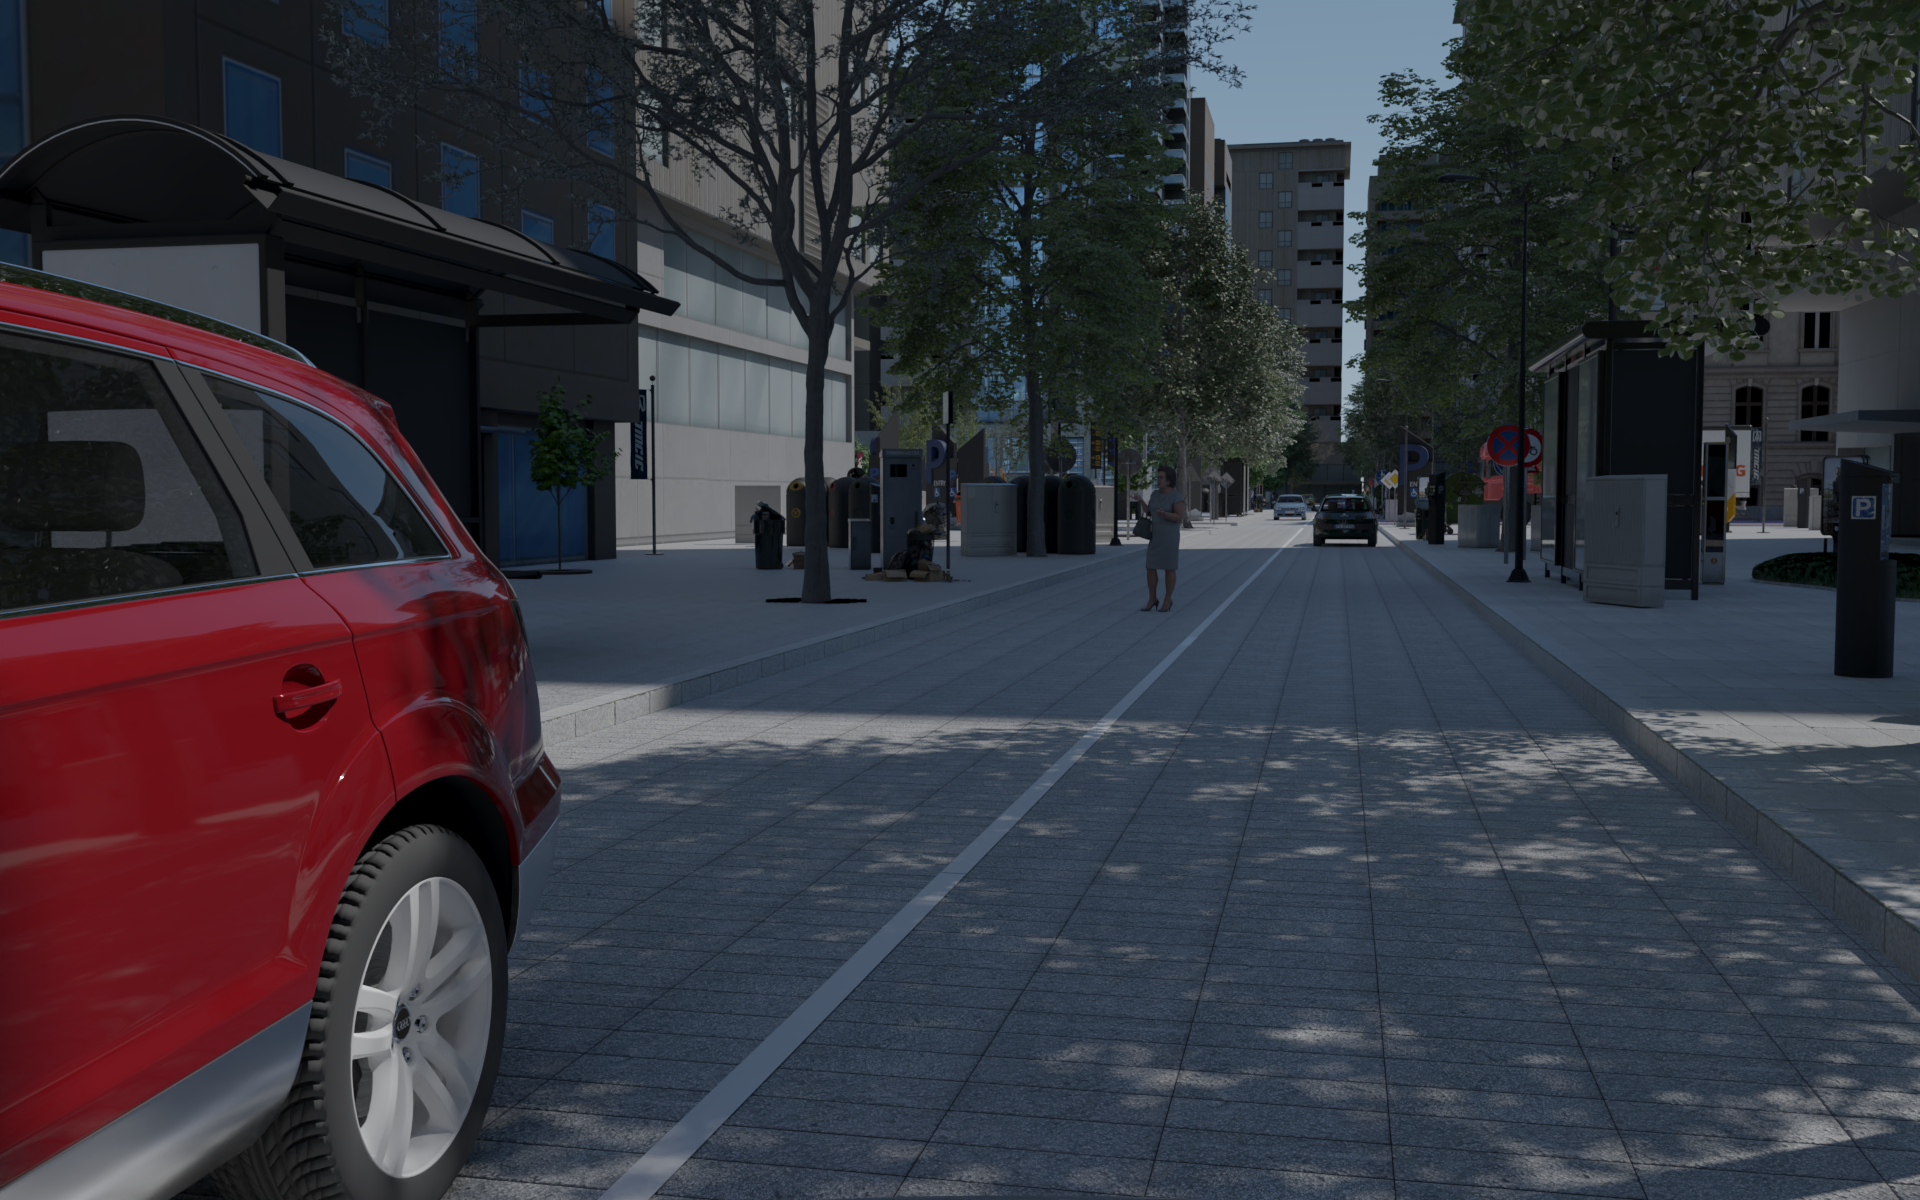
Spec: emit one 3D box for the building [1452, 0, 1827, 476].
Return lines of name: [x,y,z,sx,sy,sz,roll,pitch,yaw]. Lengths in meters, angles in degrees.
building: [61.891,-35.128,163.582,28.713,52.752,27.495,1,4,12]

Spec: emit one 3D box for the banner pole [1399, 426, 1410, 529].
banner pole: [16.439,-4.520,63.920,0.401,3.779,0.863,1,4,13]

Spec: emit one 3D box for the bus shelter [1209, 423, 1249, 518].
bus shelter: [15.228,-7.350,97.810,2.179,5.291,8.768,1,4,12]

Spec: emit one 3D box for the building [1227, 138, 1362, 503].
building: [45.754,-40.835,256.892,27.495,52.752,28.713,1,4,12]

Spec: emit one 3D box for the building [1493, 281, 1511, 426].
building: [47.751,-19.052,130.588,14.460,24.649,34.723,1,4,12]

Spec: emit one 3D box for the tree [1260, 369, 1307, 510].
tree: [24.823,-13.238,142.200,9.928,11.665,9.643,0,3,0]

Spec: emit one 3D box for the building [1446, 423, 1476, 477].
building: [63.387,-45.831,187.592,20.563,71.187,20.611,1,4,12]

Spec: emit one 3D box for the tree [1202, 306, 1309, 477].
tree: [18.945,-12.919,117.885,9.857,13.997,8.962,0,3,0]

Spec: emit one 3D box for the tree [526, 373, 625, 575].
tree: [-6.474,-2.027,27.747,1.663,3.219,1.824,0,3,0]

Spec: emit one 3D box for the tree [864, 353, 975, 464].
tree: [-2.429,-8.402,87.729,4.737,8.622,4.395,0,3,0]

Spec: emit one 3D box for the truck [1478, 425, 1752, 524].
truck: [26.936,-5.130,72.789,11.283,4.237,2.839,1,4,13]

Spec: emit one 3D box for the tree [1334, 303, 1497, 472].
tree: [22.289,-9.086,82.960,7.601,10.594,8.767,0,4,-4]

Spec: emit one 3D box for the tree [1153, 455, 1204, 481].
tree: [12.780,-7.269,102.560,4.285,4.588,4.351,0,3,0]

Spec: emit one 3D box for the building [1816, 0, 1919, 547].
building: [33.895,-27.265,35.014,28.713,52.752,27.495,1,4,12]

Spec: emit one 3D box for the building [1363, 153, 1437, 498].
building: [68.854,-38.168,247.745,21.600,48.544,21.300,1,4,12]

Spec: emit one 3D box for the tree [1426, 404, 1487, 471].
tree: [33.076,-10.115,115.738,4.737,8.622,4.395,0,3,0]

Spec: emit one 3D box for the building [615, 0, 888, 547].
building: [-18.123,-28.347,52.710,27.495,52.752,28.713,1,4,12]

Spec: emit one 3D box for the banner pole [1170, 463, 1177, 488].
banner pole: [10.013,-5.530,80.432,0.863,3.779,0.401,1,4,12]

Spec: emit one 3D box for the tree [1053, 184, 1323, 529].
tree: [8.260,-9.027,64.597,9.611,12.733,9.660,0,3,0]

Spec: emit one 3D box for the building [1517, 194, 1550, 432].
building: [39.132,-15.659,105.173,9.793,20.994,18.267,1,4,12]

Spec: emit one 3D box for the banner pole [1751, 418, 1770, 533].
banner pole: [26.381,-4.105,57.131,0.401,3.779,0.863,-1,4,-17]

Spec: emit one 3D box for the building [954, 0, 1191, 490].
building: [12.466,-52.485,170.800,22.319,86.520,31.000,1,4,12]

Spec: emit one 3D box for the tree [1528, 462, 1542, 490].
tree: [23.091,-4.459,67.503,1.663,3.219,1.824,0,3,0]

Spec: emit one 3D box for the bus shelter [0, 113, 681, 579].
bus shelter: [-3.894,-1.103,11.957,2.014,3.302,5.546,1,4,12]

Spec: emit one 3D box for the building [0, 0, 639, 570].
building: [-14.642,-23.104,27.855,14.600,45.320,14.200,1,4,12]

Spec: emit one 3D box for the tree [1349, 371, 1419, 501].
tree: [24.401,-9.102,99.179,4.360,8.622,3.978,0,3,0]

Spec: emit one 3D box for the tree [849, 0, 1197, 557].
tree: [1.245,-7.137,34.824,7.486,12.596,7.792,0,3,0]

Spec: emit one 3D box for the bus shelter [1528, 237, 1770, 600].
bus shelter: [9.491,-2.896,24.984,2.179,5.291,8.768,1,4,12]

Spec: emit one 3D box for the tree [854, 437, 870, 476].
tree: [-5.900,-6.953,97.400,4.285,4.588,4.351,0,3,0]

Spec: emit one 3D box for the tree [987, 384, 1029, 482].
tree: [3.598,-10.190,116.962,4.360,8.622,3.978,0,3,0]

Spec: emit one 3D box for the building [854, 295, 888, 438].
building: [-20.590,-36.522,220.843,21.600,48.544,21.300,1,4,12]

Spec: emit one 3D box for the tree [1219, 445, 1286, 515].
tree: [17.439,-7.544,107.056,4.285,4.588,4.351,0,3,0]

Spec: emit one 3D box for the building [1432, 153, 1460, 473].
building: [63.537,-31.963,206.193,14.154,41.232,14.086,1,4,12]

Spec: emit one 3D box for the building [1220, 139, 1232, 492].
building: [26.056,-34.576,215.430,14.200,45.320,14.600,1,4,12]

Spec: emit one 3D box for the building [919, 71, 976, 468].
building: [4.079,-38.105,212.251,27.495,52.752,28.713,1,4,12]

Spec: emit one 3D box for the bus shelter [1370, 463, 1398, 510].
bus shelter: [28.449,-7.446,115.659,2.014,3.302,5.546,1,4,12]

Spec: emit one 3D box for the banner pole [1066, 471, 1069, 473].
banner pole: [6.206,-6.720,99.885,0.401,3.779,0.863,0,4,-8]

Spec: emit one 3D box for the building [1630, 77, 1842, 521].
building: [47.916,-16.362,86.610,34.723,24.649,14.460,1,4,12]

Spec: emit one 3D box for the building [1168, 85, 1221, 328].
building: [20.785,-33.225,193.337,14.600,45.320,14.200,1,4,12]

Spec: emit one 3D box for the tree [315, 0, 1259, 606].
tree: [-1.725,-6.719,20.221,12.009,13.543,11.850,0,3,0]

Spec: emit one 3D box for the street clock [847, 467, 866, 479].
street clock: [-2.811,-2.597,47.026,0.471,2.002,0.358,-1,4,-22]

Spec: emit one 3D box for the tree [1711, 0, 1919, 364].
tree: [5.232,-5.497,8.009,7.486,12.596,7.792,0,3,0]

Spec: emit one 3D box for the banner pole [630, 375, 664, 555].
banner pole: [-6.624,-2.838,36.417,0.401,3.779,0.863,3,5,39]

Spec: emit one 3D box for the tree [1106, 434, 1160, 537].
tree: [5.017,-3.498,51.798,1.663,3.219,1.824,0,3,0]

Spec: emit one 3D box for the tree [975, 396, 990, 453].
tree: [0.368,-10.484,121.779,4.737,8.622,4.395,0,3,0]
